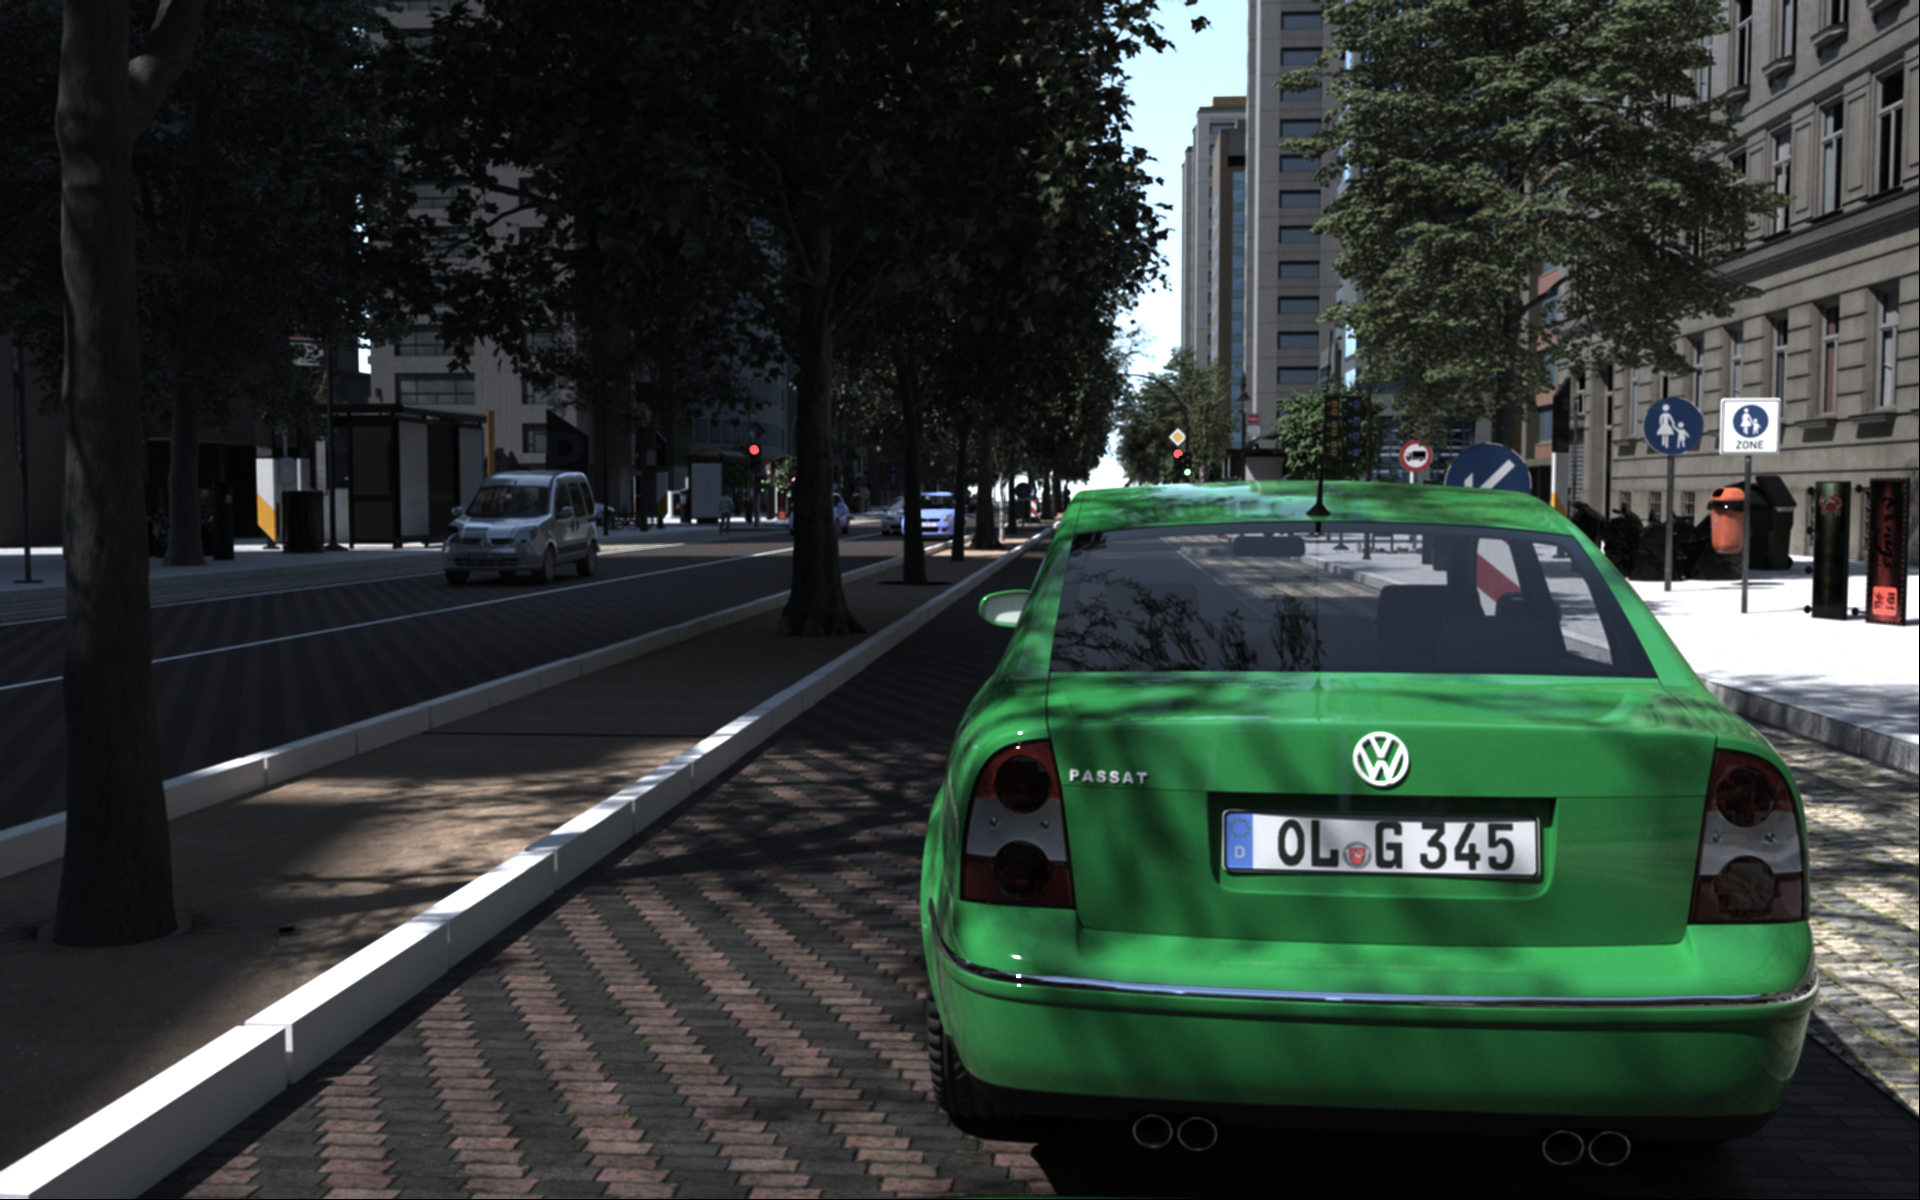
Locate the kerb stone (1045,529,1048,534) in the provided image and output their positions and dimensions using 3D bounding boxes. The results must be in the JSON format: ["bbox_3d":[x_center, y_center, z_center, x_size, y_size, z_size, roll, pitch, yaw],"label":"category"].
[{"bbox_3d":[2.820,-2.232,58.846,0.120,0.150,1.000,0,4,5],"label":"kerb stone"}]

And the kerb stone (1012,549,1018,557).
[{"bbox_3d":[1.143,-0.987,38.418,0.120,0.150,1.000,0,4,5],"label":"kerb stone"}]

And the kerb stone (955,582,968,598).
[{"bbox_3d":[-0.029,-0.117,24.110,0.120,0.150,1.000,0,4,5],"label":"kerb stone"}]

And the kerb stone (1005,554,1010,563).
[{"bbox_3d":[0.885,-0.802,35.339,0.120,0.150,1.000,0,4,5],"label":"kerb stone"}]

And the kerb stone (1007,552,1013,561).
[{"bbox_3d":[0.975,-0.861,36.367,0.120,0.150,1.000,0,4,5],"label":"kerb stone"}]

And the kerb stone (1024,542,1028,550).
[{"bbox_3d":[1.562,-1.299,43.521,0.120,0.150,1.000,0,4,5],"label":"kerb stone"}]

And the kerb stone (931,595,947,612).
[{"bbox_3d":[-0.293,0.070,21.051,0.120,0.150,1.000,0,4,5],"label":"kerb stone"}]

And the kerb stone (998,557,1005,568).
[{"bbox_3d":[0.728,-0.679,33.295,0.120,0.150,1.000,0,4,5],"label":"kerb stone"}]

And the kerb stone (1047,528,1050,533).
[{"bbox_3d":[2.992,-2.366,60.884,0.120,0.150,1.000,0,4,5],"label":"kerb stone"}]

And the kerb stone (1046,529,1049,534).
[{"bbox_3d":[2.909,-2.304,59.864,0.120,0.150,1.000,0,4,5],"label":"kerb stone"}]

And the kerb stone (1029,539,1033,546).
[{"bbox_3d":[1.811,-1.486,46.578,0.120,0.150,1.000,0,4,5],"label":"kerb stone"}]

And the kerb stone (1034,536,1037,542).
[{"bbox_3d":[2.058,-1.678,49.639,0.120,0.150,1.000,0,4,5],"label":"kerb stone"}]

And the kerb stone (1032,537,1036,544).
[{"bbox_3d":[1.979,-1.614,48.620,0.120,0.150,1.000,0,4,5],"label":"kerb stone"}]

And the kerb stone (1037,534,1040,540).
[{"bbox_3d":[2.232,-1.803,51.681,0.120,0.150,1.000,0,4,5],"label":"kerb stone"}]

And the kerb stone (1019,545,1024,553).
[{"bbox_3d":[1.394,-1.178,41.483,0.120,0.150,1.000,0,4,5],"label":"kerb stone"}]

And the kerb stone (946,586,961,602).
[{"bbox_3d":[-0.121,-0.055,23.092,0.120,0.150,1.000,0,4,5],"label":"kerb stone"}]

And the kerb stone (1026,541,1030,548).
[{"bbox_3d":[1.657,-1.367,44.539,0.120,0.150,1.000,0,4,5],"label":"kerb stone"}]

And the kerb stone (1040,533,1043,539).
[{"bbox_3d":[2.404,-1.929,53.735,0.120,0.150,1.000,0,4,5],"label":"kerb stone"}]

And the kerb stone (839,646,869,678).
[{"bbox_3d":[-0.875,0.507,13.909,0.120,0.150,1.000,0,4,5],"label":"kerb stone"}]

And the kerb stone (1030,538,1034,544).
[{"bbox_3d":[1.893,-1.554,47.597,0.120,0.150,1.000,0,4,5],"label":"kerb stone"}]

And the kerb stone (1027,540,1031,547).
[{"bbox_3d":[1.731,-1.429,45.558,0.120,0.150,1.000,0,4,5],"label":"kerb stone"}]

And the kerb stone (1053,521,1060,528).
[{"bbox_3d":[4.305,-3.339,76.789,0.120,0.150,1.000,0,4,5],"label":"kerb stone"}]

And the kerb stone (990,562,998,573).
[{"bbox_3d":[0.552,-0.552,31.257,0.120,0.150,1.000,0,4,5],"label":"kerb stone"}]

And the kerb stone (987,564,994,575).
[{"bbox_3d":[0.464,-0.492,30.238,0.120,0.150,1.000,0,4,5],"label":"kerb stone"}]

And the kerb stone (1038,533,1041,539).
[{"bbox_3d":[2.326,-1.866,52.711,0.120,0.150,1.000,0,4,5],"label":"kerb stone"}]

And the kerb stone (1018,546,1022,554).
[{"bbox_3d":[1.303,-1.115,40.462,0.120,0.150,1.000,0,4,5],"label":"kerb stone"}]

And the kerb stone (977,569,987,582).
[{"bbox_3d":[0.298,-0.367,28.192,0.120,0.150,1.000,0,4,5],"label":"kerb stone"}]

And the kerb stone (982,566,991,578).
[{"bbox_3d":[0.390,-0.429,29.211,0.120,0.150,1.000,0,4,5],"label":"kerb stone"}]

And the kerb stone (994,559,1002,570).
[{"bbox_3d":[0.638,-0.616,32.275,0.120,0.150,1.000,0,4,5],"label":"kerb stone"}]

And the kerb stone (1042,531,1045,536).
[{"bbox_3d":[2.565,-2.055,55.789,0.120,0.150,1.000,0,4,5],"label":"kerb stone"}]

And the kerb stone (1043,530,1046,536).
[{"bbox_3d":[2.660,-2.117,56.807,0.120,0.150,1.000,0,4,5],"label":"kerb stone"}]

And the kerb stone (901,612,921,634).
[{"bbox_3d":[-0.540,0.262,17.990,0.120,0.150,1.000,0,4,5],"label":"kerb stone"}]

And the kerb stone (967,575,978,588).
[{"bbox_3d":[0.133,-0.242,26.148,0.120,0.150,1.000,0,4,5],"label":"kerb stone"}]

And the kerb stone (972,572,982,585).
[{"bbox_3d":[0.217,-0.304,27.170,0.120,0.150,1.000,0,4,5],"label":"kerb stone"}]

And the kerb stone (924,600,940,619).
[{"bbox_3d":[-0.368,0.132,20.032,0.120,0.150,1.000,0,4,5],"label":"kerb stone"}]

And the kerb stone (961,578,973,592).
[{"bbox_3d":[0.054,-0.178,25.129,0.120,0.150,1.000,0,4,5],"label":"kerb stone"}]

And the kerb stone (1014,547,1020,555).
[{"bbox_3d":[1.223,-1.051,39.439,0.120,0.150,1.000,0,4,5],"label":"kerb stone"}]

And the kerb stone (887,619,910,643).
[{"bbox_3d":[-0.626,0.320,16.969,0.120,0.150,1.000,0,4,5],"label":"kerb stone"}]

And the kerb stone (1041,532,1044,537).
[{"bbox_3d":[2.489,-1.986,54.764,0.120,0.150,1.000,0,4,5],"label":"kerb stone"}]

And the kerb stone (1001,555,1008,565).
[{"bbox_3d":[0.806,-0.741,34.320,0.120,0.150,1.000,0,4,5],"label":"kerb stone"}]

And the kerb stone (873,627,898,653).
[{"bbox_3d":[-0.711,0.383,15.947,0.120,0.150,1.000,0,4,5],"label":"kerb stone"}]

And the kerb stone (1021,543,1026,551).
[{"bbox_3d":[1.478,-1.239,42.502,0.120,0.150,1.000,0,4,5],"label":"kerb stone"}]

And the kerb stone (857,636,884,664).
[{"bbox_3d":[-0.797,0.448,14.928,0.120,0.150,1.000,0,4,5],"label":"kerb stone"}]

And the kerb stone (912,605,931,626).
[{"bbox_3d":[-0.458,0.195,19.008,0.120,0.150,1.000,0,4,5],"label":"kerb stone"}]

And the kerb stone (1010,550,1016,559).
[{"bbox_3d":[1.061,-0.925,37.389,0.120,0.150,1.000,0,4,5],"label":"kerb stone"}]

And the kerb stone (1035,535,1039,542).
[{"bbox_3d":[2.152,-1.741,50.661,0.120,0.150,1.000,0,4,5],"label":"kerb stone"}]

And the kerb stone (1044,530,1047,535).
[{"bbox_3d":[2.744,-2.173,57.826,0.120,0.150,1.000,0,4,5],"label":"kerb stone"}]

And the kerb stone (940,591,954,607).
[{"bbox_3d":[-0.210,0.015,22.071,0.120,0.150,1.000,0,4,5],"label":"kerb stone"}]
